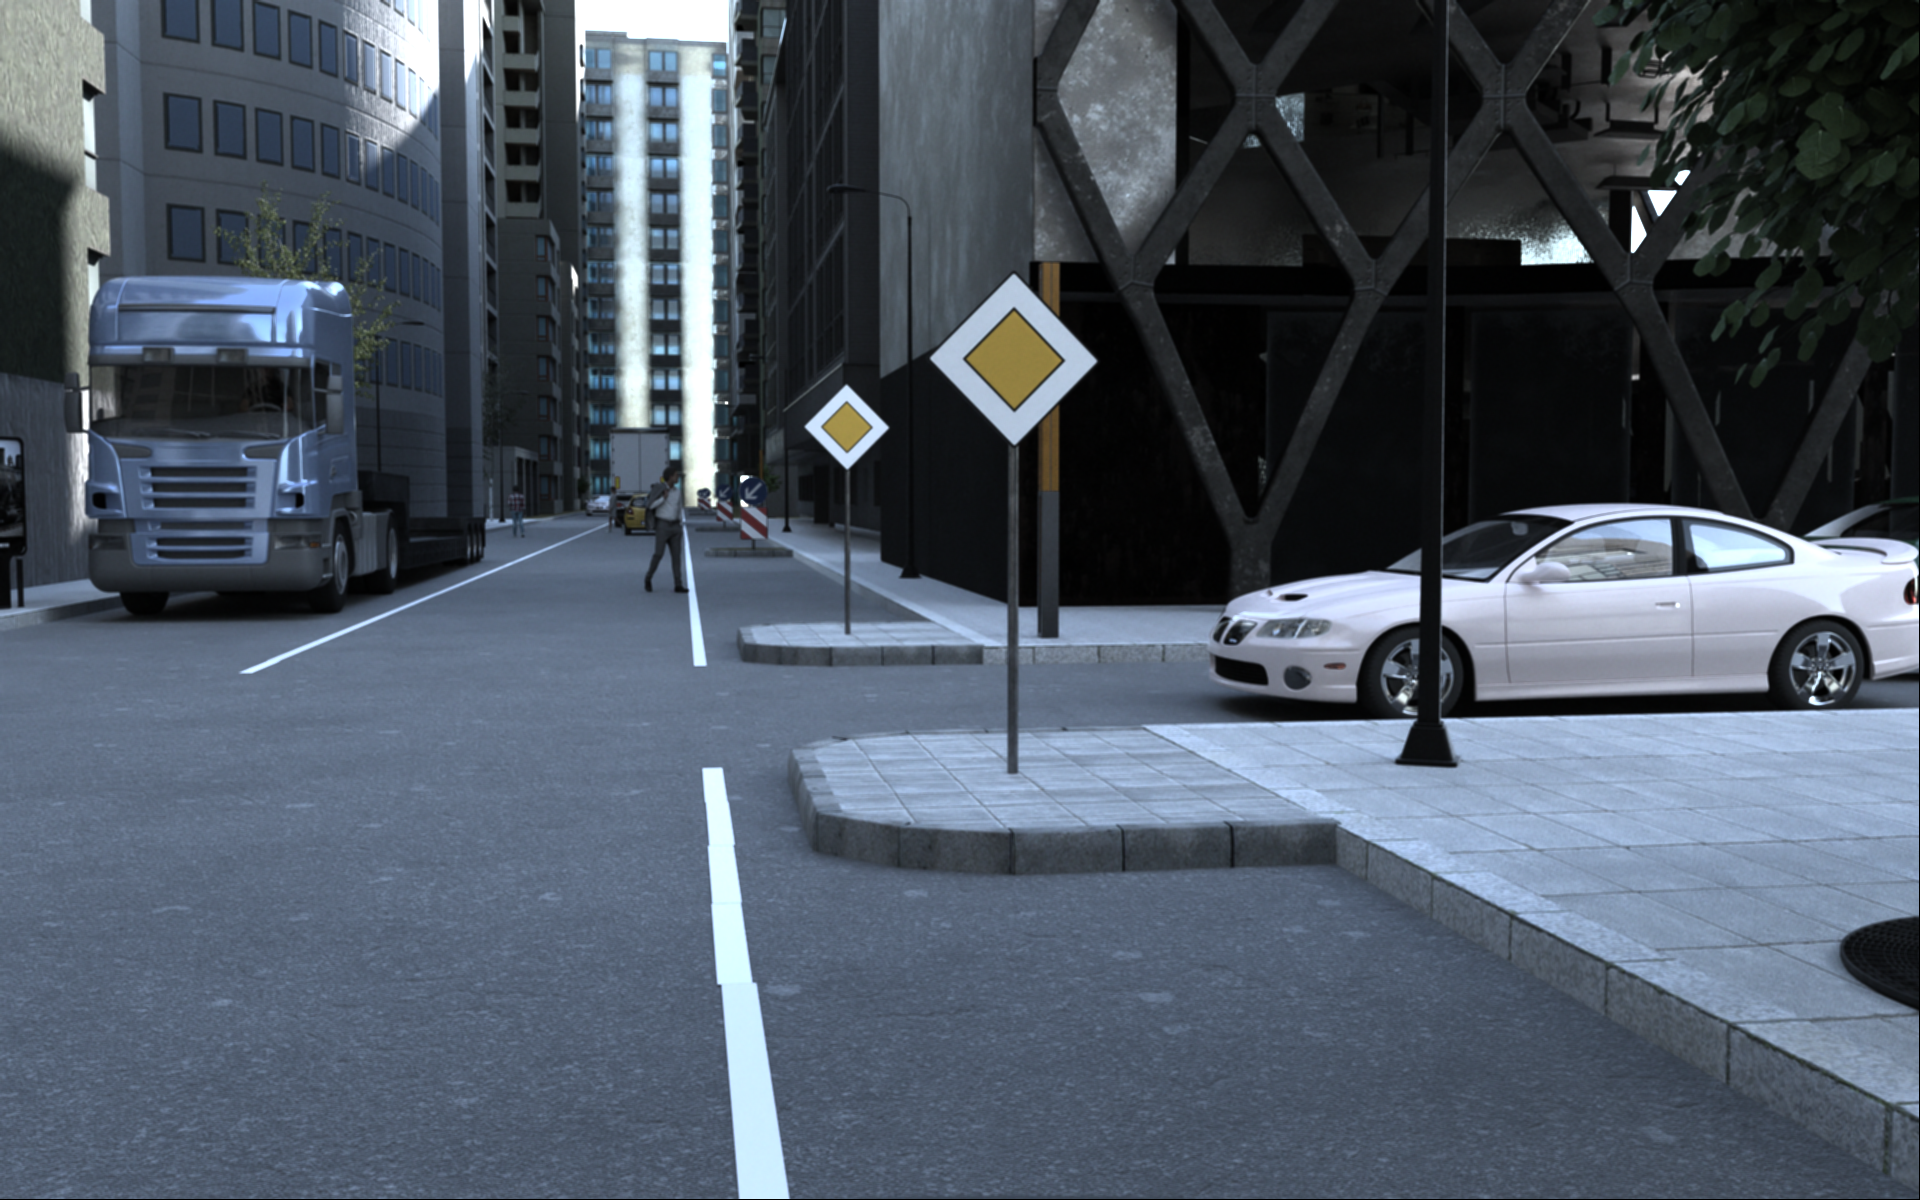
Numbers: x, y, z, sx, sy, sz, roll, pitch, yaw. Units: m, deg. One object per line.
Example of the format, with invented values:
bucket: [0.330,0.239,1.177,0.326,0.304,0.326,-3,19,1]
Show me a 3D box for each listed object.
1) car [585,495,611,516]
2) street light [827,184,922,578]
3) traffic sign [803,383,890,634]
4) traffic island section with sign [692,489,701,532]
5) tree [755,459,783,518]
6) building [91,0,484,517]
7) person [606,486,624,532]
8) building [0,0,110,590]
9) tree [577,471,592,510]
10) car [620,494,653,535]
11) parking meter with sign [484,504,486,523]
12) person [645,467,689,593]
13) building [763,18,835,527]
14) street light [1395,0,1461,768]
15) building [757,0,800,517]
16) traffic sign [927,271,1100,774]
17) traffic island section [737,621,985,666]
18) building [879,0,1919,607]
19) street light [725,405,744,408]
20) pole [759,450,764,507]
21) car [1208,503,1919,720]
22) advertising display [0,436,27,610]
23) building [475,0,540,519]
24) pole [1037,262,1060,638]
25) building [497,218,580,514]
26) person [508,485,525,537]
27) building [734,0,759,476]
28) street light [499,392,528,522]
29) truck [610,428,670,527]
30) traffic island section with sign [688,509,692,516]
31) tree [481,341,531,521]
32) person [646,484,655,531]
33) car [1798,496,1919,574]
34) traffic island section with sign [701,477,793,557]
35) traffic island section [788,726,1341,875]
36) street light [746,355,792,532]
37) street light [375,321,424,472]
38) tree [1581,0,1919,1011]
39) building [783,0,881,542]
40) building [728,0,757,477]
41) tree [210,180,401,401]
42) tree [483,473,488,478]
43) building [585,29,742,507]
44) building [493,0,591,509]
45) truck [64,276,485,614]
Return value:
car: [-23.884,-6.294,115.264,2.083,1.381,4.827,-1,4,-10]
street light: [-1.297,-3.285,26.244,1.470,5.913,1.316,-1,4,-9]
traffic sign: [-1.030,-0.743,15.784,0.795,2.450,0.064,-1,4,-9]
traffic island section with sign: [-9.204,-3.556,66.775,1.989,1.847,2.006,-1,4,-9]
tree: [-10.420,-6.033,93.240,1.663,3.219,1.824,0,3,0]
building: [-28.556,-31.503,57.066,21.231,58.520,28.212,-1,4,-9]
person: [-12.984,-3.412,65.040,0.466,1.731,0.760,3,5,42]
building: [-19.251,-15.115,18.834,14.160,30.474,14.107,-1,4,-9]
tree: [-30.839,-8.937,140.726,1.663,3.219,1.824,0,3,0]
car: [-11.093,-3.151,61.745,2.015,1.641,3.980,-1,4,-10]
parking meter with sign: [-22.064,-5.021,78.357,1.738,3.016,0.543,3,5,42]
person: [-4.314,-1.020,25.280,0.850,1.850,0.679,3,4,38]
building: [-0.748,-15.708,75.894,14.314,24.678,30.058,-1,4,-9]
street light: [1.707,-2.171,8.034,1.470,5.913,1.316,-1,4,-9]
building: [-4.961,-20.248,102.749,14.160,30.474,14.107,-1,4,-9]
traffic sign: [0.240,-0.260,7.901,0.795,2.450,0.064,-1,4,-9]
traffic island section: [-1.008,0.392,15.865,2.009,0.180,2.903,-1,4,-9]
building: [8.069,-9.666,25.494,16.811,18.784,16.820,-1,4,-9]
street light: [-11.516,-7.195,90.177,1.470,5.913,1.316,-1,4,-9]
pole: [-9.159,-5.270,80.007,0.158,3.312,0.155,0,3,0]
car: [4.072,0.037,11.761,4.827,1.381,2.083,-1,4,-11]
advertising display: [-10.704,-0.854,19.181,0.123,1.923,0.974,0,4,6]
building: [-34.565,-40.202,95.557,20.563,71.187,20.611,-1,4,-9]
pole: [0.788,-1.319,15.406,0.158,3.312,0.155,0,3,0]
building: [-41.672,-16.894,121.253,27.650,21.520,28.899,-1,4,-9]
person: [-14.728,-2.949,57.560,0.563,1.720,0.643,-1,4,-18]
building: [-4.763,-28.723,124.251,22.147,44.769,28.867,-1,4,-9]
street light: [-20.248,-6.482,78.525,1.470,5.913,1.316,-1,4,-9]
truck: [-14.433,-5.497,78.782,2.839,4.237,11.283,-1,4,-9]
traffic island section with sign: [-17.192,-6.587,116.330,1.989,1.847,2.006,-1,4,-9]
tree: [-22.612,-8.080,82.475,4.360,8.622,3.978,0,3,0]
person: [-11.904,-3.563,66.769,0.660,1.820,0.620,0,4,3]
car: [8.821,-0.151,14.264,4.920,1.459,2.131,-1,4,-11]
traffic island section with sign: [-4.925,-1.929,40.160,1.989,1.847,2.006,-1,4,-9]
traffic island section: [0.262,0.875,7.981,2.009,0.180,2.903,-1,4,-9]
street light: [-6.379,-5.240,58.215,1.470,5.913,1.316,-1,4,-9]
street light: [-15.026,-4.518,46.410,1.470,5.913,1.316,-1,4,-9]
tree: [3.139,-1.264,4.380,4.285,4.588,4.351,0,3,0]
building: [2.758,-15.621,48.918,14.314,27.812,24.014,-1,4,-9]
building: [-6.538,-34.493,153.194,28.713,52.752,27.495,-1,4,-9]
tree: [-15.838,-5.584,41.658,4.737,8.622,4.395,0,3,0]
tree: [-21.570,-4.941,75.383,1.663,3.219,1.824,0,3,0]
building: [-37.482,-34.375,181.642,30.456,49.044,23.786,-1,4,-9]
building: [-43.869,-32.279,151.456,21.600,48.544,21.300,-1,4,-9]
truck: [-9.830,-2.316,27.618,2.967,4.110,18.799,-1,4,-9]
